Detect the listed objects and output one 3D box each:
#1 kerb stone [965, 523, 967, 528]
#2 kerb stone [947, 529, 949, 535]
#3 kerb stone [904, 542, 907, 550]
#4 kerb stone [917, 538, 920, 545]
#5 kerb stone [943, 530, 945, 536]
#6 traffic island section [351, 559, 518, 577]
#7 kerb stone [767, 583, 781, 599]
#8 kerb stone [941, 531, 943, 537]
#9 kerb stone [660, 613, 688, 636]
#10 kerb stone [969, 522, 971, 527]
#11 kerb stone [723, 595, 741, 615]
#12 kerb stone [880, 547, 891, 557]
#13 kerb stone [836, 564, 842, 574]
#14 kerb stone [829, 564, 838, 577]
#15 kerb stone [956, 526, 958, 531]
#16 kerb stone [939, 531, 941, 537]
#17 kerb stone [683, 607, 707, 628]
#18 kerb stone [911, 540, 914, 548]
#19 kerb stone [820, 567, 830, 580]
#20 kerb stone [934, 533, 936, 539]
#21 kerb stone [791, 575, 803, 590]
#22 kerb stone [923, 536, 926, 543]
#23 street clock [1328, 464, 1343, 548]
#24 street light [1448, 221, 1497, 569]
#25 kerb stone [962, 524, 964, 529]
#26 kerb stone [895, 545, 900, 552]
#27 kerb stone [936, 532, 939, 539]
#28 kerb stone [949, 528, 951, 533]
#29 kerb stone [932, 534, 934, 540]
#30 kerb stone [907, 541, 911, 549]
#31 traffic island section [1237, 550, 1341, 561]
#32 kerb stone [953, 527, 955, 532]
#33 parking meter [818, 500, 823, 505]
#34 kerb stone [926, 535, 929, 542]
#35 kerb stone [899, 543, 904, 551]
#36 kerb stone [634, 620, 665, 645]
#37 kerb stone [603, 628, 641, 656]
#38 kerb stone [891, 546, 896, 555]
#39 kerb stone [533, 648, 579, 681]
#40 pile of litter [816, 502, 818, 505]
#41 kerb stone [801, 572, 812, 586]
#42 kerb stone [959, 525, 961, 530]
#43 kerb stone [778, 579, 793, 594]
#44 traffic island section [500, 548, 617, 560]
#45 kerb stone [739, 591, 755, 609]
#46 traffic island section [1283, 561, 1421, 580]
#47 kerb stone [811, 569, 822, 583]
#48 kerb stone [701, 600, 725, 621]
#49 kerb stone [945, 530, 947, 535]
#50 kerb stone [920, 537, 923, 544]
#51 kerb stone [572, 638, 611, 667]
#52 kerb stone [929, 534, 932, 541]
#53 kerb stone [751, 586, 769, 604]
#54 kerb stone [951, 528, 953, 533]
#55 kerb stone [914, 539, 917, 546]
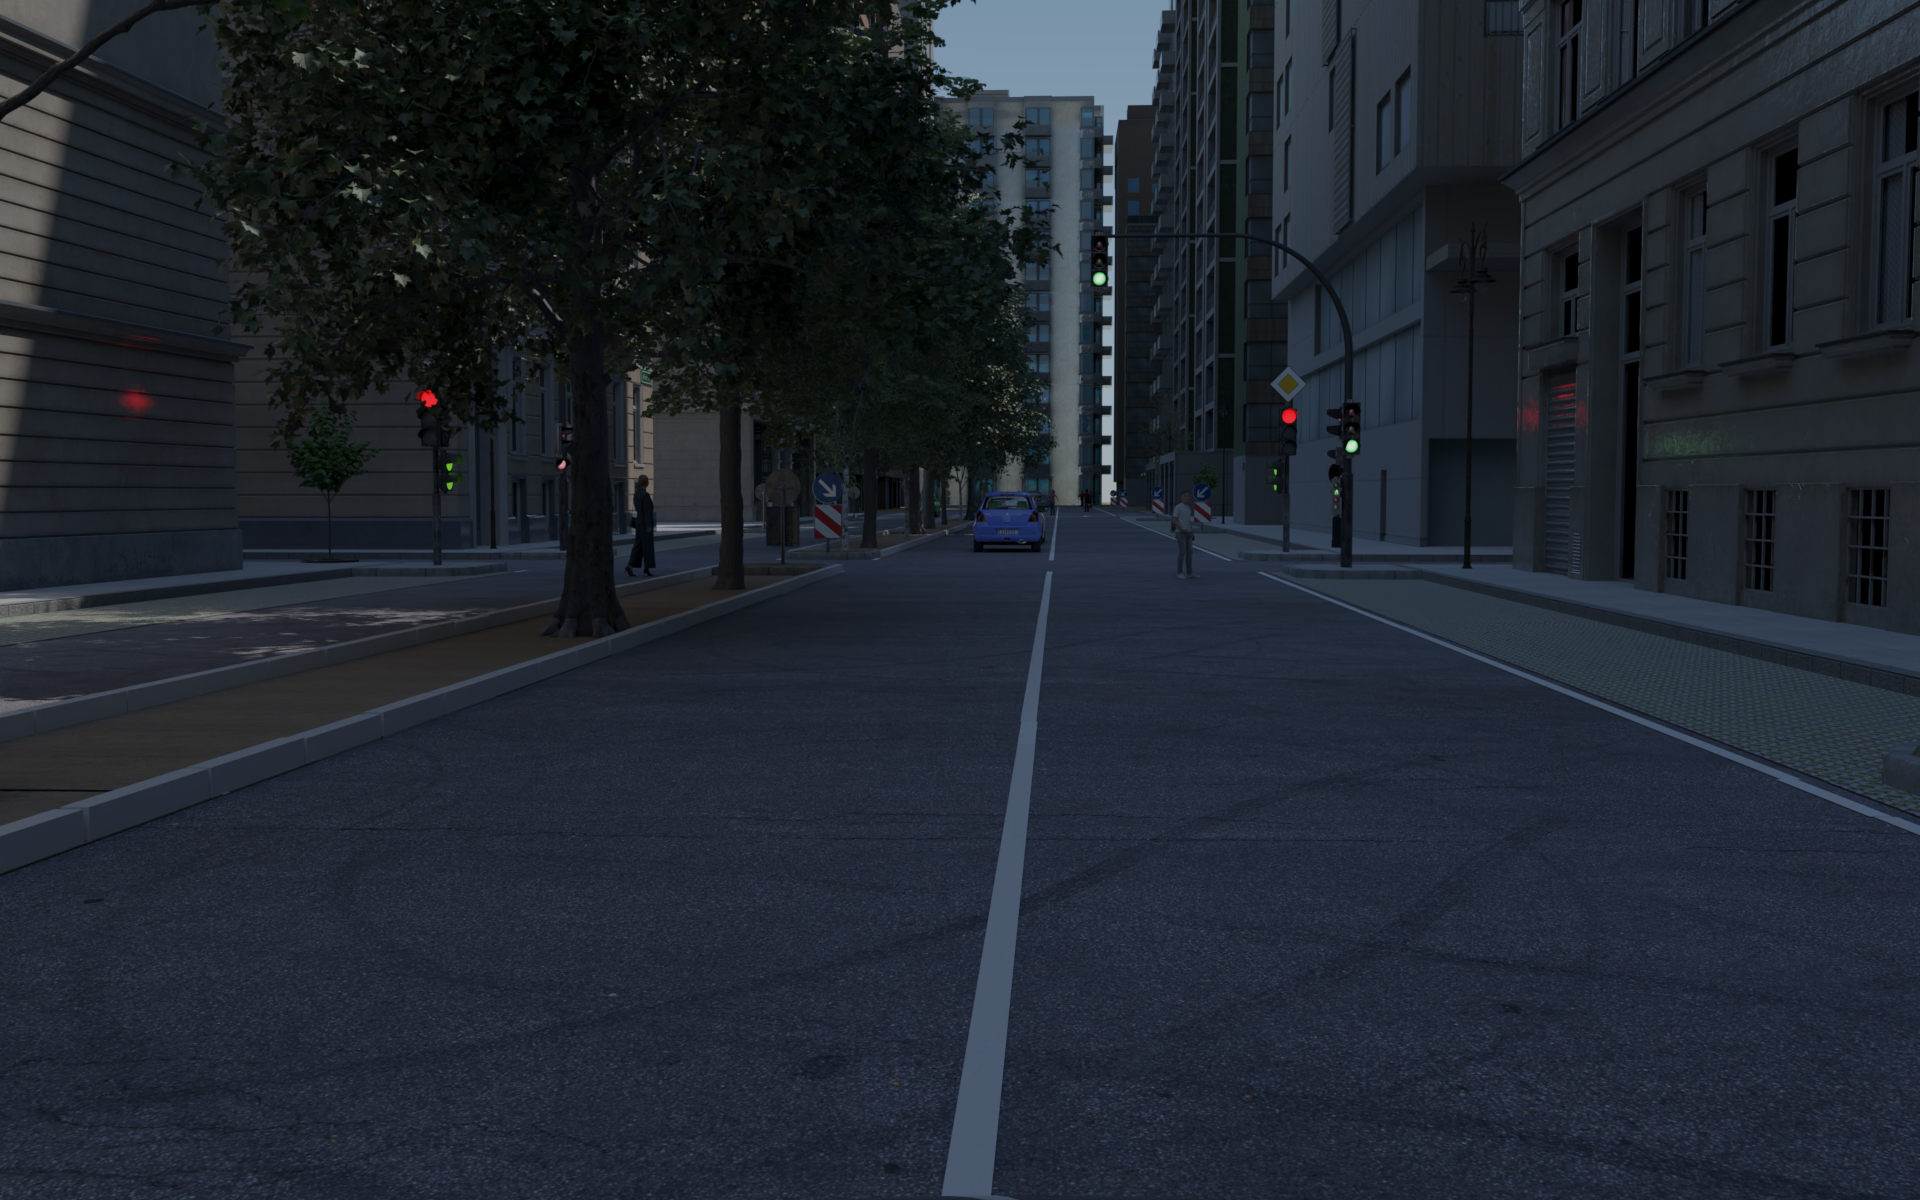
[{"bbox_3d":[0.088,-3.021,71.587,0.120,0.150,1.000,0,4,3],"label":"kerb stone"},{"bbox_3d":[-0.554,-2.327,60.341,0.120,0.150,1.000,0,4,3],"label":"kerb stone"},{"bbox_3d":[-1.504,-1.330,43.948,0.120,0.150,1.000,0,4,3],"label":"kerb stone"},{"bbox_3d":[-1.272,-1.581,48.040,0.120,0.150,1.000,0,4,3],"label":"kerb stone"},{"bbox_3d":[-0.682,-2.208,58.292,0.120,0.150,1.000,0,4,3],"label":"kerb stone"},{"bbox_3d":[-9.443,-0.549,31.253,2.009,0.180,2.903,0,4,3],"label":"traffic island section"},{"bbox_3d":[-2.656,-0.105,23.999,0.120,0.150,1.000,0,4,3],"label":"kerb stone"},{"bbox_3d":[-0.735,-2.145,57.271,0.120,0.150,1.000,0,4,3],"label":"kerb stone"},{"bbox_3d":[-3.003,0.265,17.857,0.120,0.150,1.000,0,4,3],"label":"kerb stone"},{"bbox_3d":[0.266,-3.209,74.666,0.120,0.150,1.000,0,4,3],"label":"kerb stone"},{"bbox_3d":[-2.828,0.079,20.931,0.120,0.150,1.000,0,4,3],"label":"kerb stone"},{"bbox_3d":[-1.748,-1.080,39.852,0.120,0.150,1.000,0,4,3],"label":"kerb stone"},{"bbox_3d":[-2.238,-0.547,31.169,0.120,0.150,1.000,0,4,3],"label":"kerb stone"},{"bbox_3d":[-2.297,-0.486,30.144,0.120,0.150,1.000,0,4,3],"label":"kerb stone"},{"bbox_3d":[-0.262,-2.646,65.456,0.120,0.150,1.000,0,4,3],"label":"kerb stone"},{"bbox_3d":[-0.793,-2.081,56.249,0.120,0.150,1.000,0,4,3],"label":"kerb stone"},{"bbox_3d":[-2.950,0.207,18.883,0.120,0.150,1.000,0,4,3],"label":"kerb stone"},{"bbox_3d":[-1.386,-1.455,45.992,0.120,0.150,1.000,0,4,3],"label":"kerb stone"},{"bbox_3d":[-2.359,-0.423,29.119,0.120,0.150,1.000,0,4,3],"label":"kerb stone"},{"bbox_3d":[-0.920,-1.957,54.199,0.120,0.150,1.000,0,4,3],"label":"kerb stone"},{"bbox_3d":[-2.533,-0.234,26.050,0.120,0.150,1.000,0,4,3],"label":"kerb stone"},{"bbox_3d":[-1.150,-1.707,50.103,0.120,0.150,1.000,0,4,3],"label":"kerb stone"},{"bbox_3d":[9.011,-2.249,41.344,0.358,2.002,0.471,-1,4,-22],"label":"street clock"},{"bbox_3d":[8.721,-3.475,29.611,0.468,5.910,1.993,0,4,3],"label":"street light"},{"bbox_3d":[-0.025,-2.896,69.546,0.120,0.150,1.000,0,4,3],"label":"kerb stone"},{"bbox_3d":[-1.626,-1.203,41.907,0.120,0.150,1.000,0,4,3],"label":"kerb stone"},{"bbox_3d":[-0.854,-2.020,55.219,0.120,0.150,1.000,0,4,3],"label":"kerb stone"},{"bbox_3d":[-0.499,-2.396,61.363,0.120,0.150,1.000,0,4,3],"label":"kerb stone"},{"bbox_3d":[-0.978,-1.893,53.173,0.120,0.150,1.000,0,4,3],"label":"kerb stone"},{"bbox_3d":[-1.450,-1.393,44.969,0.120,0.150,1.000,0,4,3],"label":"kerb stone"},{"bbox_3d":[7.230,-0.979,38.289,2.009,0.180,2.903,0,4,3],"label":"traffic island section"},{"bbox_3d":[-0.382,-2.521,63.413,0.120,0.150,1.000,0,4,3],"label":"kerb stone"},{"bbox_3d":[-9.101,-6.411,113.236,0.372,1.533,0.369,0,3,0],"label":"parking meter"},{"bbox_3d":[-1.094,-1.769,51.126,0.120,0.150,1.000,0,4,3],"label":"kerb stone"},{"bbox_3d":[-1.566,-1.268,42.928,0.120,0.150,1.000,0,4,3],"label":"kerb stone"},{"bbox_3d":[-3.066,0.328,16.831,0.120,0.150,1.000,0,4,3],"label":"kerb stone"},{"bbox_3d":[-3.119,0.394,15.805,0.120,0.150,1.000,0,4,3],"label":"kerb stone"},{"bbox_3d":[-1.682,-1.143,40.886,0.120,0.150,1.000,0,4,3],"label":"kerb stone"},{"bbox_3d":[-3.247,0.522,13.753,0.120,0.150,1.000,0,4,3],"label":"kerb stone"},{"bbox_3d":[-9.265,-5.863,109.817,1.719,0.858,1.176,1,4,14],"label":"pile of litter"},{"bbox_3d":[-2.480,-0.298,27.071,0.120,0.150,1.000,0,4,3],"label":"kerb stone"},{"bbox_3d":[-0.149,-2.771,67.498,0.120,0.150,1.000,0,4,3],"label":"kerb stone"},{"bbox_3d":[-2.590,-0.173,25.030,0.120,0.150,1.000,0,4,3],"label":"kerb stone"},{"bbox_3d":[-8.984,-1.036,39.224,2.009,0.180,2.903,0,4,3],"label":"traffic island section"},{"bbox_3d":[-2.773,0.017,21.951,0.120,0.150,1.000,0,4,3],"label":"kerb stone"},{"bbox_3d":[6.771,-0.491,30.317,2.009,0.180,2.903,0,4,3],"label":"traffic island section"},{"bbox_3d":[-2.416,-0.361,28.099,0.120,0.150,1.000,0,4,3],"label":"kerb stone"},{"bbox_3d":[-2.891,0.140,19.903,0.120,0.150,1.000,0,4,3],"label":"kerb stone"},{"bbox_3d":[-0.619,-2.270,59.320,0.120,0.150,1.000,0,4,3],"label":"kerb stone"},{"bbox_3d":[-1.211,-1.644,49.071,0.120,0.150,1.000,0,4,3],"label":"kerb stone"},{"bbox_3d":[-3.186,0.460,14.779,0.120,0.150,1.000,0,4,3],"label":"kerb stone"},{"bbox_3d":[-1.030,-1.832,52.146,0.120,0.150,1.000,0,4,3],"label":"kerb stone"},{"bbox_3d":[-2.717,-0.048,22.973,0.120,0.150,1.000,0,4,3],"label":"kerb stone"},{"bbox_3d":[-0.450,-2.457,62.394,0.120,0.150,1.000,0,4,3],"label":"kerb stone"},{"bbox_3d":[-1.341,-1.518,47.013,0.120,0.150,1.000,0,4,3],"label":"kerb stone"}]
